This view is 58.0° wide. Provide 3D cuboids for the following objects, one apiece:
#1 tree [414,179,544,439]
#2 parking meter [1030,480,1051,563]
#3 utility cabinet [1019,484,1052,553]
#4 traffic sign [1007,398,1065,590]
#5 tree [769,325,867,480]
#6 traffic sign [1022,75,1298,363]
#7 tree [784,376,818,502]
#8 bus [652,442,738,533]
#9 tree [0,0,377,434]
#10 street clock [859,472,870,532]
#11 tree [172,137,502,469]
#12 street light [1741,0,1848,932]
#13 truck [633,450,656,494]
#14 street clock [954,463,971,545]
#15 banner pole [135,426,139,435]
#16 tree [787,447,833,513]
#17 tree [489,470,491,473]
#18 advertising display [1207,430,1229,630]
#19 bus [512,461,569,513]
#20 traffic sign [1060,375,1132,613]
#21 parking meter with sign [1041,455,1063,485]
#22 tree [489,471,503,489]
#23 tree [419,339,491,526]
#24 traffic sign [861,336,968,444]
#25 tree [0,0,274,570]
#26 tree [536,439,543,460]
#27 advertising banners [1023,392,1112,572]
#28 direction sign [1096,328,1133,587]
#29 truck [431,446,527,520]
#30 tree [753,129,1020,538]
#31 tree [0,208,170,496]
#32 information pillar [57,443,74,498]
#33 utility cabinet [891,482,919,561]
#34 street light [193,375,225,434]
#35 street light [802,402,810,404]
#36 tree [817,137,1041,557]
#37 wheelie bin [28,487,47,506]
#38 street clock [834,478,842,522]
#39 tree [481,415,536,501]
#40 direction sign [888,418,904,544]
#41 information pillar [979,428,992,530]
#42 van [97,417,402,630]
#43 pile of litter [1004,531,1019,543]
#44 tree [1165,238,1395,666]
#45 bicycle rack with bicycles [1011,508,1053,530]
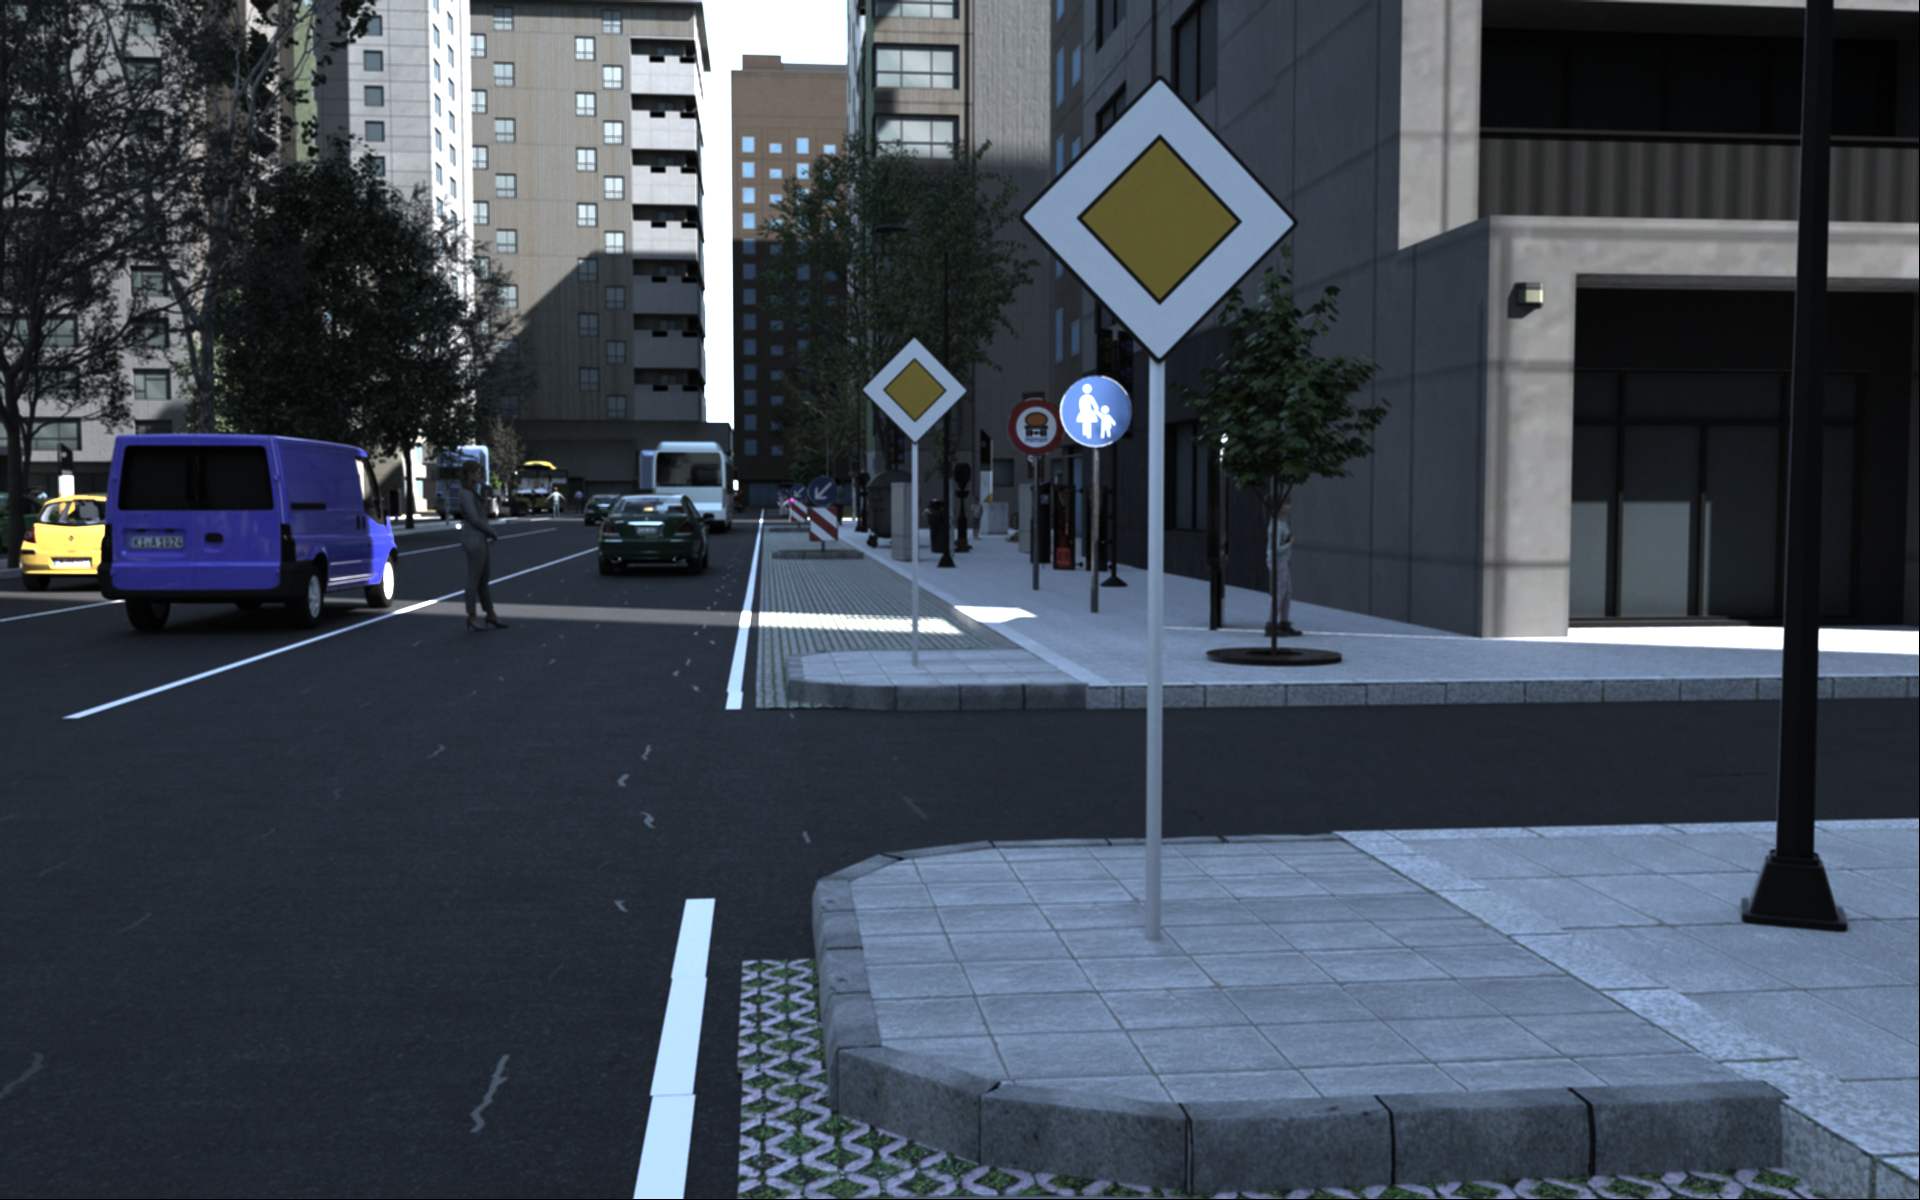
[{"bbox_3d":[-21.476,-9.442,67.205,12.009,13.543,11.850,0,3,0],"label":"tree"},{"bbox_3d":[1.498,-1.455,32.193,0.372,1.533,0.369,0,3,0],"label":"parking meter"},{"bbox_3d":[1.624,-1.752,37.325,0.318,1.500,1.173,-1,4,-19],"label":"utility cabinet"},{"bbox_3d":[1.016,-1.406,23.100,0.768,2.556,0.104,0,4,3],"label":"traffic sign"},{"bbox_3d":[-7.115,-9.854,95.530,7.601,10.594,8.767,0,4,1],"label":"tree"},{"bbox_3d":[0.578,-0.166,4.902,0.795,2.593,0.064,0,4,-6],"label":"traffic sign"},{"bbox_3d":[-5.191,-8.116,83.061,4.737,8.622,4.395,0,3,0],"label":"tree"},{"bbox_3d":[-10.247,-4.447,67.568,2.948,3.499,13.247,0,4,-6],"label":"bus"},{"bbox_3d":[-19.900,-11.297,43.053,12.611,20.169,13.585,0,3,0],"label":"tree"},{"bbox_3d":[-3.199,-3.265,57.955,0.358,2.002,0.471,1,4,19],"label":"street clock"},{"bbox_3d":[-19.940,-8.318,55.470,9.611,12.733,9.660,0,3,0],"label":"tree"},{"bbox_3d":[1.985,-1.986,5.016,1.470,5.913,1.316,0,4,-6],"label":"street light"},{"bbox_3d":[-17.867,-6.774,100.519,2.967,4.110,18.799,0,4,-6],"label":"truck"},{"bbox_3d":[0.055,-2.201,40.554,0.358,2.002,0.471,2,4,25],"label":"street clock"},{"bbox_3d":[-30.148,-4.529,64.073,0.863,3.779,0.401,-1,4,-9],"label":"banner pole"},{"bbox_3d":[-10.388,-8.389,120.872,4.285,4.588,4.351,0,3,0],"label":"tree"},{"bbox_3d":[-38.926,-9.426,137.825,4.285,4.588,4.351,0,3,0],"label":"tree"},{"bbox_3d":[2.492,-0.703,16.715,0.123,1.923,0.974,1,4,14],"label":"advertising display"},{"bbox_3d":[-32.208,-8.694,133.687,2.896,3.916,12.252,0,4,-6],"label":"bus"},{"bbox_3d":[1.459,-1.137,18.697,0.768,2.556,0.104,0,4,1],"label":"traffic sign"},{"bbox_3d":[3.447,-3.653,55.987,1.738,3.016,0.543,-1,4,-11],"label":"parking meter with sign"},{"bbox_3d":[-39.133,-9.202,145.059,1.663,3.219,1.824,0,3,0],"label":"tree"},{"bbox_3d":[-22.486,-7.519,75.751,4.737,8.622,4.395,0,3,0],"label":"tree"},{"bbox_3d":[-0.313,-0.651,12.837,0.795,2.593,0.064,0,4,-6],"label":"traffic sign"},{"bbox_3d":[-17.163,-7.234,31.098,12.009,13.543,11.850,0,3,0],"label":"tree"},{"bbox_3d":[-40.459,-12.750,158.818,4.360,8.622,3.978,0,3,0],"label":"tree"},{"bbox_3d":[1.782,-2.021,29.226,0.090,3.025,2.074,-3,5,-42],"label":"advertising banners"},{"bbox_3d":[2.144,-1.960,24.036,0.379,3.537,0.876,3,4,38],"label":"direction sign"},{"bbox_3d":[-28.168,-6.895,102.484,2.967,4.110,18.799,0,4,-6],"label":"truck"},{"bbox_3d":[-2.267,-7.652,50.858,9.928,11.665,9.643,0,3,0],"label":"tree"},{"bbox_3d":[-29.188,-7.327,54.213,7.601,10.594,8.767,0,4,1],"label":"tree"},{"bbox_3d":[-40.371,-5.319,78.323,0.504,3.616,0.183,-1,4,-13],"label":"information pillar"},{"bbox_3d":[-1.053,-1.514,33.436,0.318,1.500,1.173,-1,4,-14],"label":"utility cabinet"},{"bbox_3d":[-29.370,-5.827,67.816,1.470,5.913,1.316,0,4,-6],"label":"street light"},{"bbox_3d":[-7.275,-7.040,87.645,1.470,5.913,1.316,0,4,-6],"label":"street light"},{"bbox_3d":[-0.424,-5.178,35.018,4.737,8.622,4.395,0,3,0],"label":"tree"},{"bbox_3d":[-41.140,-4.231,77.088,0.980,1.594,0.693,-3,5,-44],"label":"wheelie bin"},{"bbox_3d":[-5.639,-4.591,79.638,0.471,2.002,0.358,0,4,6],"label":"street clock"},{"bbox_3d":[-39.871,-12.332,151.986,4.360,8.622,3.978,0,3,0],"label":"tree"},{"bbox_3d":[-1.650,-3.234,44.870,0.379,3.537,0.876,-2,4,-27],"label":"direction sign"},{"bbox_3d":[0.925,-4.305,61.747,0.504,3.616,0.183,3,4,38],"label":"information pillar"},{"bbox_3d":[-7.948,-0.954,19.975,2.240,2.365,5.245,0,4,-5],"label":"van"},{"bbox_3d":[1.723,-1.981,46.356,1.176,0.858,1.719,1,4,19],"label":"pile of litter"},{"bbox_3d":[2.438,-1.136,13.181,1.663,3.219,1.824,0,3,0],"label":"tree"},{"bbox_3d":[3.069,-2.961,61.800,2.925,0.926,2.852,-2,4,-32],"label":"bicycle rack with bicycles"}]
